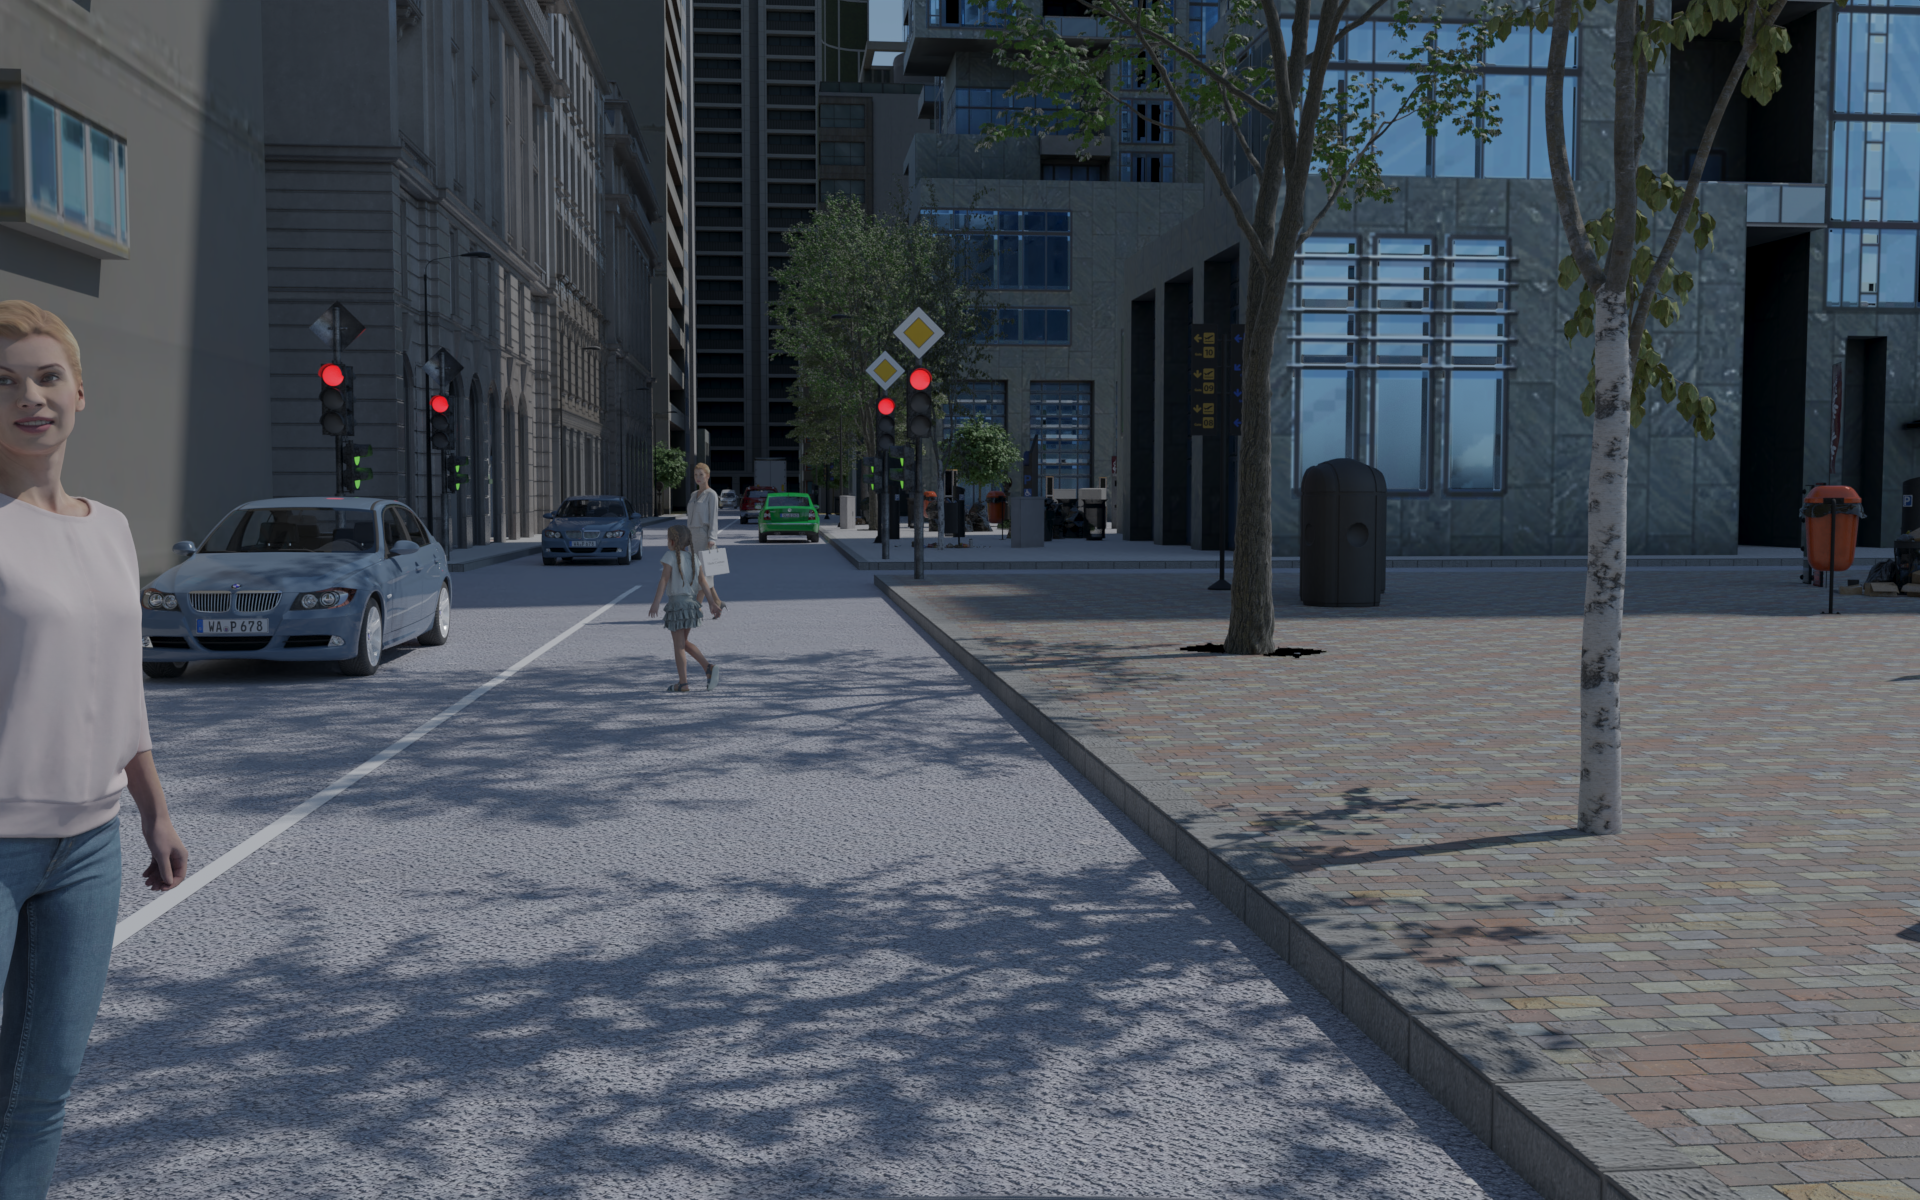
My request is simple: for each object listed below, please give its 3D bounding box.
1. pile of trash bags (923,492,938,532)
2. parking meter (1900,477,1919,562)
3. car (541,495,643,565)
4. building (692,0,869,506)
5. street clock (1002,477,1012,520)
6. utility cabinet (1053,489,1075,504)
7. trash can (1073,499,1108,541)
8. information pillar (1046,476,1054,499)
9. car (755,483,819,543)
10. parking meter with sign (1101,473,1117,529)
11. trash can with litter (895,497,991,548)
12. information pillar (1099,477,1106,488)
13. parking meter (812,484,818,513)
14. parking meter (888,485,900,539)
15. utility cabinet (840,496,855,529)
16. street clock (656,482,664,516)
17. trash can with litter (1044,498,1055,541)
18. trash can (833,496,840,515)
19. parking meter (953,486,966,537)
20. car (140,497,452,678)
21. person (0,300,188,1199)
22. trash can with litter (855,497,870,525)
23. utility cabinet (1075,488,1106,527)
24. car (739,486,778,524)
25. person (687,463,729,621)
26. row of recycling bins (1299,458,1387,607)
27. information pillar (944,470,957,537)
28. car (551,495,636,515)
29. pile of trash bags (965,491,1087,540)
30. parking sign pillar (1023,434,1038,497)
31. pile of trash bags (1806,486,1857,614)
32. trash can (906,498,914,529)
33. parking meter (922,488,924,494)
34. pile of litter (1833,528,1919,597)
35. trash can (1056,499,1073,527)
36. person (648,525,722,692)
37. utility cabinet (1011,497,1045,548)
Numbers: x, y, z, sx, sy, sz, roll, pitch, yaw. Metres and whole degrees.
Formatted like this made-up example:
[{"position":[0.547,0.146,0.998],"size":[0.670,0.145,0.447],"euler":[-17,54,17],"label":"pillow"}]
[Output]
[{"position":[-0.366,-3.058,59.747],"size":[1.912,1.369,3.447],"euler":[-2,4,-32],"label":"pile of trash bags"},{"position":[13.403,-0.970,24.279],"size":[0.372,1.533,0.369],"euler":[0,3,0],"label":"parking meter"},{"position":[-7.684,-1.496,36.460],"size":[2.014,1.417,4.499],"euler":[0,4,-6],"label":"car"},{"position":[-20.802,-46.648,200.950],"size":[20.611,71.187,20.563],"euler":[0,4,-6],"label":"building"},{"position":[2.017,-4.255,74.136],"size":[0.358,2.002,0.471],"euler":[3,4,36],"label":"street clock"},{"position":[4.487,-4.116,75.976],"size":[1.173,1.500,0.318],"euler":[-1,4,-22],"label":"utility cabinet"},{"position":[3.711,-2.212,47.820],"size":[0.748,1.137,0.748],"euler":[0,3,0],"label":"trash can"},{"position":[3.730,-4.142,72.210],"size":[0.304,2.012,0.304],"euler":[0,4,-3],"label":"information pillar"},{"position":[-5.212,-2.663,52.343],"size":[1.959,1.807,4.718],"euler":[0,4,-7],"label":"car"},{"position":[5.930,-4.139,63.939],"size":[1.738,3.016,0.543],"euler":[1,4,9],"label":"parking meter with sign"},{"position":[-0.512,-1.869,41.617],"size":[2.233,1.210,1.678],"euler":[2,4,32],"label":"trash can with litter"},{"position":[6.227,-4.355,75.699],"size":[0.304,2.012,0.304],"euler":[0,4,-1],"label":"information pillar"},{"position":[-8.164,-5.619,97.586],"size":[0.255,1.863,0.399],"euler":[-2,4,-34],"label":"parking meter"},{"position":[-1.892,-2.488,49.084],"size":[0.372,1.533,0.369],"euler":[0,3,0],"label":"parking meter"},{"position":[-4.133,-3.222,63.840],"size":[0.306,1.237,1.020],"euler":[1,4,14],"label":"utility cabinet"},{"position":[-17.495,-5.888,100.843],"size":[0.471,2.002,0.358],"euler":[0,4,4],"label":"street clock"},{"position":[2.088,-2.178,47.000],"size":[0.624,1.170,1.055],"euler":[-3,5,-40],"label":"trash can with litter"},{"position":[-7.263,-5.673,104.405],"size":[0.748,1.137,0.748],"euler":[0,3,0],"label":"trash can"},{"position":[-0.030,-2.635,51.494],"size":[0.372,1.533,0.369],"euler":[0,3,0],"label":"parking meter"},{"position":[-5.628,-0.189,15.091],"size":[2.014,1.417,4.499],"euler":[0,4,-5],"label":"car"},{"position":[-1.677,0.392,2.759],"size":[0.598,1.740,0.731],"euler":[1,4,9],"label":"person"},{"position":[-3.950,-3.717,72.159],"size":[0.624,1.170,1.055],"euler":[2,4,26],"label":"trash can with litter"},{"position":[5.054,-3.524,66.293],"size":[0.318,1.500,1.173],"euler":[-3,5,-43],"label":"utility cabinet"},{"position":[-9.610,-4.606,83.987],"size":[2.281,1.827,5.304],"euler":[0,4,-5],"label":"car"},{"position":[-2.857,-0.654,19.554],"size":[0.624,1.780,0.694],"euler":[-2,4,-32],"label":"person"},{"position":[4.699,-0.863,21.216],"size":[1.069,1.692,3.534],"euler":[1,4,15],"label":"row of recycling bins"},{"position":[-0.281,-2.919,52.223],"size":[0.304,2.012,0.304],"euler":[2,4,25],"label":"information pillar"},{"position":[-8.771,-1.822,41.798],"size":[2.014,1.417,4.499],"euler":[0,4,-4],"label":"car"},{"position":[2.084,-2.442,49.684],"size":[3.447,1.369,1.912],"euler":[-3,5,-42],"label":"pile of trash bags"},{"position":[3.170,-5.454,77.646],"size":[1.447,3.967,1.447],"euler":[1,4,14],"label":"parking sign pillar"},{"position":[10.708,-0.515,18.168],"size":[3.447,1.369,1.912],"euler":[2,4,23],"label":"pile of trash bags"},{"position":[-1.641,-3.229,64.452],"size":[0.748,1.137,0.748],"euler":[0,3,0],"label":"trash can"},{"position":[-1.649,-3.795,70.466],"size":[0.372,1.533,0.369],"euler":[0,3,0],"label":"parking meter"},{"position":[11.921,-0.480,21.813],"size":[1.176,0.858,1.719],"euler":[-1,4,-22],"label":"pile of litter"},{"position":[3.367,-2.614,54.397],"size":[0.748,1.137,0.748],"euler":[0,3,0],"label":"trash can"},{"position":[-1.995,0.064,12.470],"size":[0.382,1.210,0.505],"euler":[3,4,37],"label":"person"},{"position":[1.625,-1.865,41.661],"size":[0.306,1.237,1.020],"euler":[3,4,37],"label":"utility cabinet"}]
